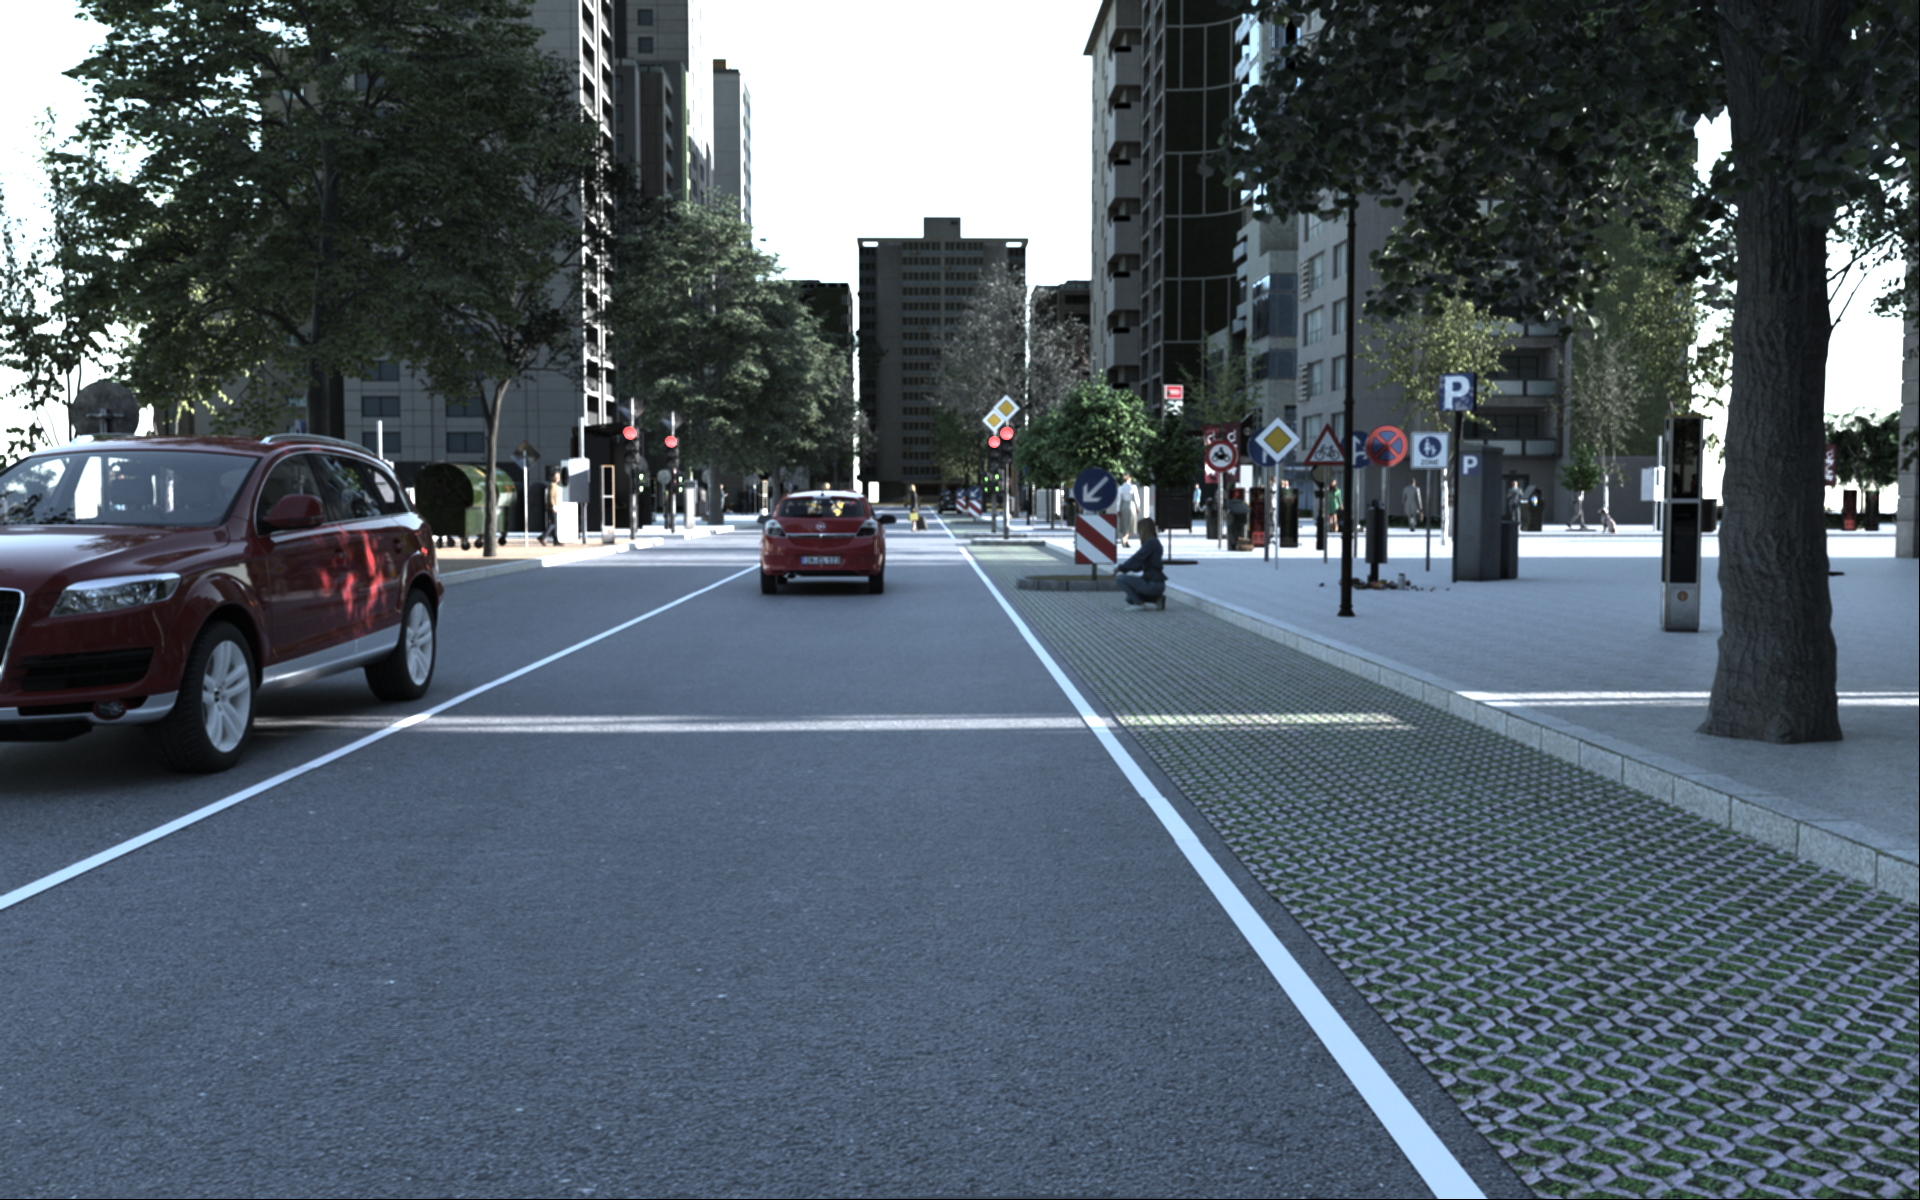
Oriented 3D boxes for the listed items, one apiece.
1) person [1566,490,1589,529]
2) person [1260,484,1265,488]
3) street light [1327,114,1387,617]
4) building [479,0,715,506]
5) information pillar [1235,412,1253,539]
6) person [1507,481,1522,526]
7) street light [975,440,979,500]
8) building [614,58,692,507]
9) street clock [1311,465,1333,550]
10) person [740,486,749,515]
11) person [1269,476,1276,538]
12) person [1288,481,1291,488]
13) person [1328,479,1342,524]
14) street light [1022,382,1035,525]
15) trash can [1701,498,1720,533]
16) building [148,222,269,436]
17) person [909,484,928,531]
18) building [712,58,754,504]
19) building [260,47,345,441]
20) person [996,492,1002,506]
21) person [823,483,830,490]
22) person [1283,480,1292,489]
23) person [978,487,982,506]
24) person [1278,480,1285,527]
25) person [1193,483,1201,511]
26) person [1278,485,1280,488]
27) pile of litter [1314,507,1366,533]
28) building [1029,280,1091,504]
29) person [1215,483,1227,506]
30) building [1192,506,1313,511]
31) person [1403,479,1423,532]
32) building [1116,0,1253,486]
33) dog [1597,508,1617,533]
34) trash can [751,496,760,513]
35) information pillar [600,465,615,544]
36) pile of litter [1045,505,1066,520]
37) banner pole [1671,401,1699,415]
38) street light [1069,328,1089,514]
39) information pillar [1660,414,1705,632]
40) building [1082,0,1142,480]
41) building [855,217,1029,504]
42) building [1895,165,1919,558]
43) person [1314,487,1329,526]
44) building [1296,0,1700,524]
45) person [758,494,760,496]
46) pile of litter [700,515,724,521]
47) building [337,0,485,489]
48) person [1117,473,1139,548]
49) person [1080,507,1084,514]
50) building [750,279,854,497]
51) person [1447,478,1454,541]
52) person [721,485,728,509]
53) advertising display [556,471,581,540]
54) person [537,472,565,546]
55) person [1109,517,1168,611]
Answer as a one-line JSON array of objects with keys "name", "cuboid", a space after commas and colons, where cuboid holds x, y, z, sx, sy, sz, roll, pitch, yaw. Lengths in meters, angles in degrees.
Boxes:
[{"name": "person", "cuboid": [22.957, -3.558, 64.320, 0.850, 1.850, 0.679, 0, 4, 6]}, {"name": "person", "cuboid": [17.033, -5.581, 97.271, 0.580, 1.828, 0.573, -2, 4, -30]}, {"name": "street light", "cuboid": [4.058, -2.767, 18.026, 0.468, 5.910, 1.993, 0, 4, -1]}, {"name": "building", "cuboid": [-37.313, -45.532, 182.693, 20.611, 71.187, 20.563, 0, 4, -1]}, {"name": "information pillar", "cuboid": [8.127, -3.556, 49.490, 0.504, 3.616, 0.183, 0, 4, -8]}, {"name": "person", "cuboid": [22.197, -3.860, 69.328, 0.661, 1.801, 0.590, 2, 4, 29]}, {"name": "street light", "cuboid": [1.375, -9.716, 131.642, 0.468, 5.910, 1.993, 0, 4, -1]}, {"name": "building", "cuboid": [-32.631, -29.064, 158.783, 14.154, 41.232, 14.086, 0, 4, -1]}, {"name": "street clock", "cuboid": [8.246, -2.139, 39.541, 0.471, 2.002, 0.358, 0, 4, 4]}, {"name": "person", "cuboid": [-13.188, -6.111, 106.380, 0.534, 1.772, 0.576, -2, 4, -25]}, {"name": "person", "cuboid": [8.853, -2.663, 49.863, 0.573, 1.790, 0.520, 1, 4, 17]}, {"name": "person", "cuboid": [13.443, -3.944, 70.552, 0.654, 1.822, 0.581, 2, 4, 34]}, {"name": "person", "cuboid": [12.777, -3.244, 59.328, 0.600, 1.795, 0.529, 0, 4, 8]}, {"name": "street light", "cuboid": [2.834, -6.045, 71.616, 0.468, 5.910, 1.993, 0, 4, -1]}, {"name": "trash can", "cuboid": [24.969, -2.827, 57.878, 0.748, 1.137, 0.748, 0, 3, 0]}, {"name": "building", "cuboid": [-76.301, -25.261, 184.710, 14.107, 30.474, 14.160, 0, 4, -1]}, {"name": "person", "cuboid": [-1.630, -3.550, 66.759, 0.699, 1.804, 1.509, 2, 4, 27]}, {"name": "building", "cuboid": [-42.841, -42.549, 237.674, 28.212, 58.520, 21.231, 0, 4, -1]}, {"name": "building", "cuboid": [-58.379, -34.115, 181.482, 21.600, 48.544, 21.300, 0, 4, -1]}, {"name": "person", "cuboid": [4.173, -10.711, 181.256, 1.350, 1.814, 0.705, 2, 4, 31]}, {"name": "person", "cuboid": [-4.052, -2.914, 56.356, 1.509, 1.804, 0.699, 3, 4, 36]}, {"name": "person", "cuboid": [11.621, -3.383, 61.747, 0.661, 1.777, 0.834, 0, 4, 3]}, {"name": "person", "cuboid": [1.532, -7.317, 125.773, 0.778, 1.811, 0.616, -1, 4, -13]}, {"name": "person", "cuboid": [11.089, -3.259, 59.743, 0.576, 1.772, 0.534, 2, 4, 29]}, {"name": "person", "cuboid": [12.531, -5.213, 91.143, 0.748, 1.841, 0.638, 0, 4, 7]}, {"name": "person", "cuboid": [18.800, -5.831, 101.561, 0.721, 1.800, 0.419, -1, 4, -17]}, {"name": "pile of litter", "cuboid": [12.698, -2.673, 57.667, 1.719, 0.858, 1.176, 2, 4, 24]}, {"name": "building", "cuboid": [16.779, -28.434, 236.595, 14.107, 30.474, 14.160, 0, 4, -1]}, {"name": "person", "cuboid": [10.883, -4.065, 72.851, 0.599, 1.781, 0.374, 2, 4, 29]}, {"name": "building", "cuboid": [26.902, -49.090, 115.300, 22.319, 86.520, 31.000, 0, 4, -1]}, {"name": "person", "cuboid": [15.435, -3.231, 58.973, 0.694, 1.812, 0.767, 2, 4, 35]}, {"name": "building", "cuboid": [25.487, -43.815, 154.625, 20.563, 71.187, 20.611, 0, 4, -1]}, {"name": "dog", "cuboid": [21.387, -2.607, 56.999, 0.513, 0.831, 0.800, 0, 4, -7]}, {"name": "trash can", "cuboid": [-13.949, -6.538, 118.556, 0.748, 1.137, 0.748, 0, 3, 0]}, {"name": "information pillar", "cuboid": [-9.059, -2.448, 44.517, 0.304, 2.012, 0.304, -1, 4, -20]}, {"name": "pile of litter", "cuboid": [5.011, -4.373, 85.464, 1.719, 0.858, 1.176, 0, 4, -4]}, {"name": "banner pole", "cuboid": [19.319, -3.449, 46.407, 0.863, 3.779, 0.401, 2, 4, 27]}, {"name": "street light", "cuboid": [3.310, -4.618, 48.291, 0.468, 5.910, 1.993, 0, 4, -1]}, {"name": "information pillar", "cuboid": [6.738, -0.714, 16.165, 0.304, 2.012, 0.304, 1, 4, 14]}, {"name": "building", "cuboid": [28.188, -36.110, 179.637, 28.713, 52.752, 27.495, 0, 4, -1]}, {"name": "building", "cuboid": [-2.581, -33.850, 245.325, 23.993, 40.220, 32.217, 0, 4, -1]}, {"name": "building", "cuboid": [25.133, -11.092, 23.148, 13.314, 21.916, 24.055, 0, 4, -1]}, {"name": "person", "cuboid": [13.997, -3.717, 66.920, 0.767, 1.812, 0.694, -1, 4, -17]}, {"name": "building", "cuboid": [23.819, -24.172, 78.812, 14.086, 41.232, 14.154, 0, 4, -1]}, {"name": "person", "cuboid": [-19.896, -9.893, 167.800, 1.348, 1.822, 0.705, 0, 4, -8]}, {"name": "pile of litter", "cuboid": [-11.820, -4.170, 82.152, 1.176, 0.858, 1.719, 2, 4, 27]}, {"name": "building", "cuboid": [-36.770, -42.928, 140.125, 20.563, 71.187, 20.611, 0, 4, -1]}, {"name": "person", "cuboid": [3.955, -2.131, 41.105, 0.478, 1.798, 0.641, 2, 4, 32]}, {"name": "person", "cuboid": [4.983, -4.038, 72.166, 0.767, 1.812, 0.694, -1, 4, -13]}, {"name": "building", "cuboid": [-21.618, -28.403, 236.085, 14.107, 30.474, 14.160, 0, 4, -1]}, {"name": "person", "cuboid": [13.483, -2.483, 47.194, 0.519, 1.759, 0.362, 2, 4, 27]}, {"name": "person", "cuboid": [-12.985, -5.394, 94.411, 0.590, 1.801, 0.661, -3, 5, -42]}, {"name": "advertising display", "cuboid": [-11.051, -2.669, 48.846, 0.974, 1.923, 0.123, 3, 4, 37]}, {"name": "person", "cuboid": [-10.112, -2.260, 42.911, 0.656, 1.842, 0.836, 3, 5, 41]}, {"name": "person", "cuboid": [2.142, -0.440, 21.189, 0.738, 1.151, 1.012, 2, 4, 28]}]
